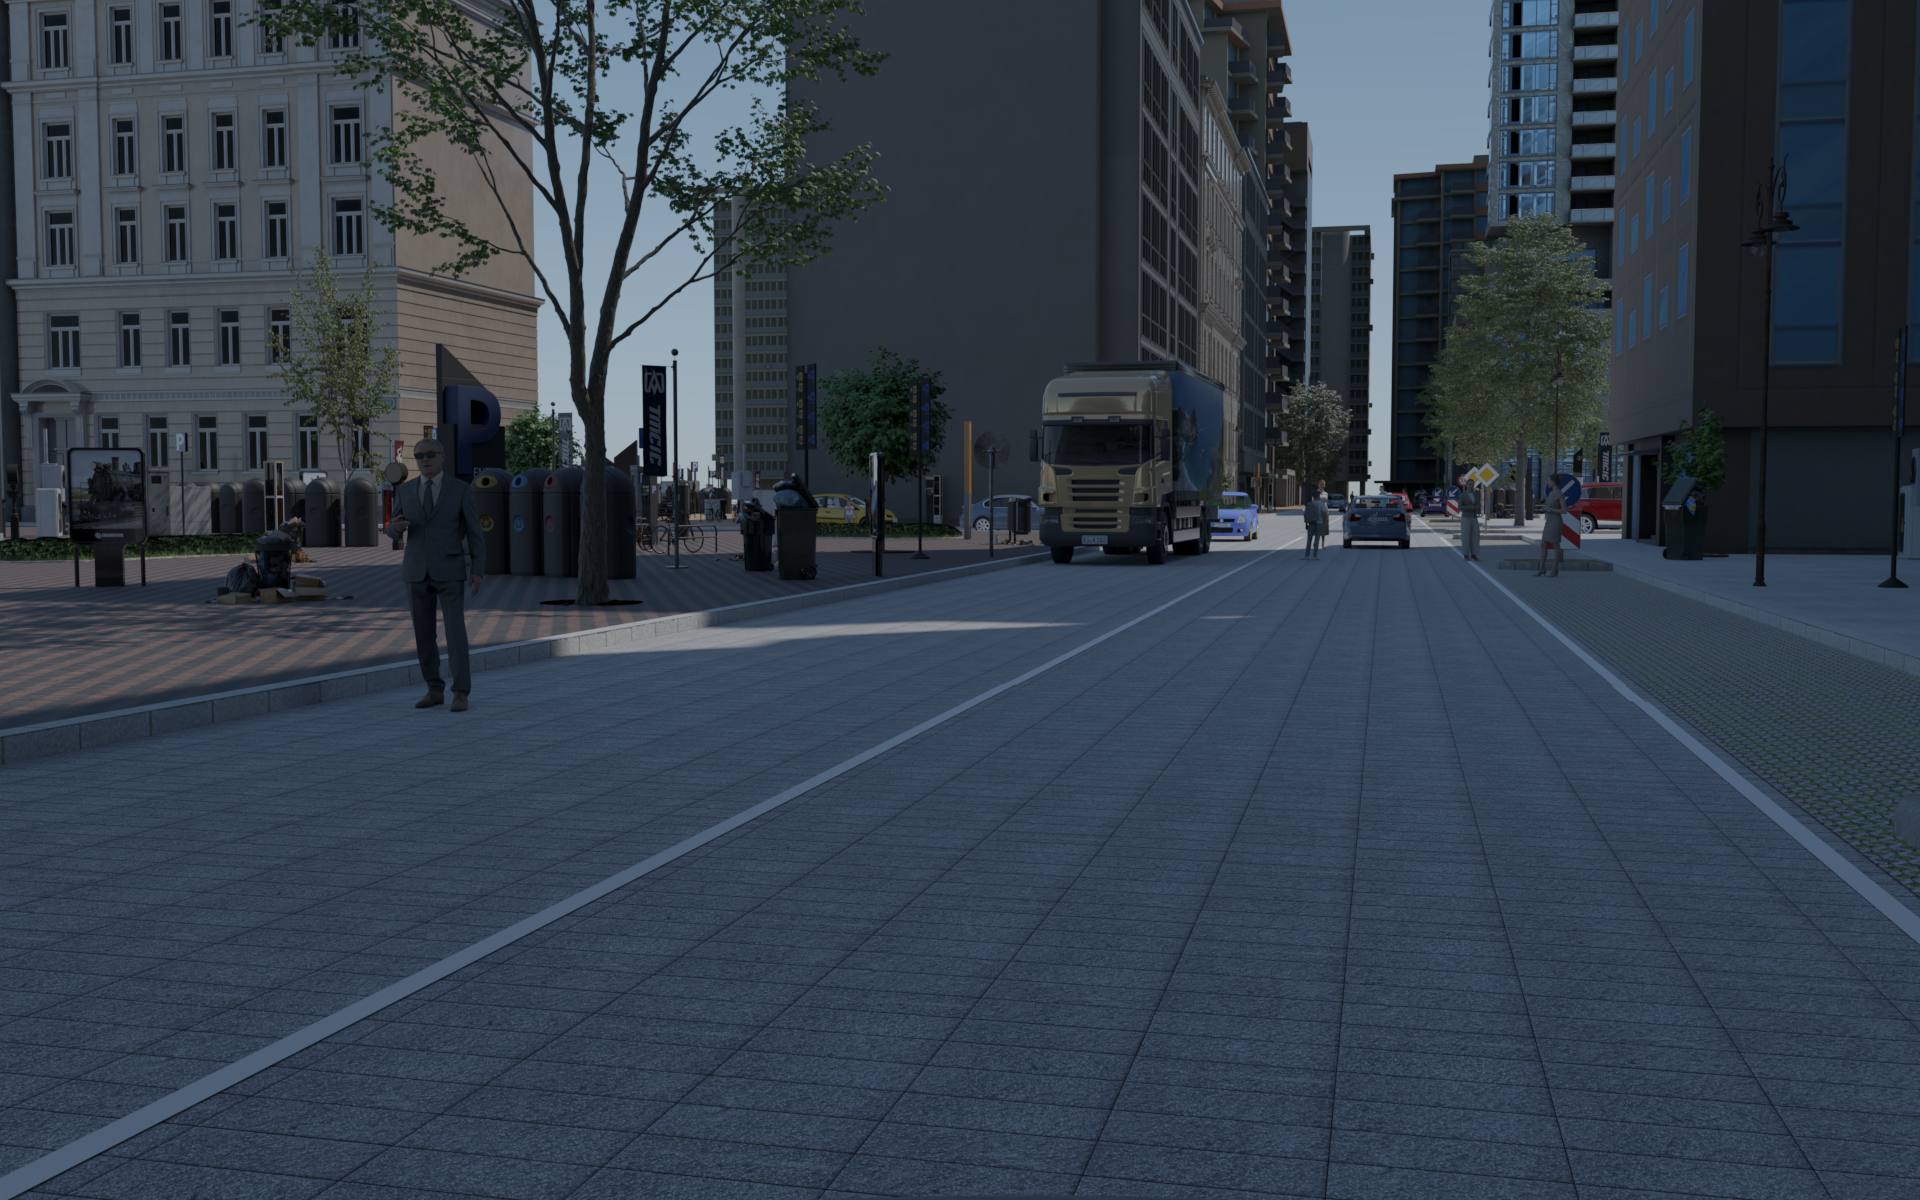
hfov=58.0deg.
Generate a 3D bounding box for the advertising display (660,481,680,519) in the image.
[{"bbox_3d":[-14.342,-4.930,85.814,0.974,1.923,0.123,0,4,-2],"label":"advertising display"}]

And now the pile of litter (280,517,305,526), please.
[{"bbox_3d":[-12.684,-1.123,32.328,1.176,0.858,1.719,-3,4,-37],"label":"pile of litter"}]

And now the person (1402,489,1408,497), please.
[{"bbox_3d":[33.113,-7.399,129.390,0.656,1.842,0.836,0,4,-7],"label":"person"}]

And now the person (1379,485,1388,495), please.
[{"bbox_3d":[19.117,-4.248,77.976,0.620,1.820,0.660,-2,4,-28],"label":"person"}]

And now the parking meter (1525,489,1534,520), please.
[{"bbox_3d":[27.799,-4.654,84.504,0.372,1.533,0.369,0,3,0],"label":"parking meter"}]

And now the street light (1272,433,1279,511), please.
[{"bbox_3d":[23.279,-9.484,127.851,0.468,5.910,1.993,1,4,14],"label":"street light"}]

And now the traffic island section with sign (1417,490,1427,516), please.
[{"bbox_3d":[31.164,-6.410,113.434,1.989,1.847,2.006,1,4,14],"label":"traffic island section with sign"}]

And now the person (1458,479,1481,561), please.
[{"bbox_3d":[10.855,-1.699,36.831,0.519,1.759,0.362,-1,4,-21],"label":"person"}]

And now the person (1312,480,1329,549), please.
[{"bbox_3d":[9.463,-2.255,45.588,0.478,1.798,0.641,0,4,-4],"label":"person"}]

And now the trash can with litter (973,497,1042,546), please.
[{"bbox_3d":[1.324,-2.013,43.963,1.678,1.210,2.233,-1,4,-12],"label":"trash can with litter"}]

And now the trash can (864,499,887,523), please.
[{"bbox_3d":[-2.607,-2.545,53.257,0.748,1.137,0.748,0,3,0],"label":"trash can"}]

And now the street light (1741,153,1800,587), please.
[{"bbox_3d":[11.120,-3.127,23.909,0.468,5.910,1.993,1,4,14],"label":"street light"}]

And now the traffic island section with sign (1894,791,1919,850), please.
[{"bbox_3d":[4.789,0.125,6.578,1.989,1.847,2.006,1,4,14],"label":"traffic island section with sign"}]

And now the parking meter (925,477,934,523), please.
[{"bbox_3d":[-1.019,-3.189,57.850,0.255,1.863,0.399,0,4,-6],"label":"parking meter"}]

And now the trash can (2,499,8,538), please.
[{"bbox_3d":[-27.121,-2.258,48.578,0.748,1.137,0.748,0,3,0],"label":"trash can"}]

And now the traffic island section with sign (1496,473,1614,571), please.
[{"bbox_3d":[11.307,-1.492,33.024,1.989,1.847,2.006,1,4,14],"label":"traffic island section with sign"}]

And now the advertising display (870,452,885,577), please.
[{"bbox_3d":[-1.300,-1.345,27.204,0.123,1.923,0.974,-1,4,-10],"label":"advertising display"}]

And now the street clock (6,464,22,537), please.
[{"bbox_3d":[-23.098,-2.307,42.296,0.358,2.002,0.471,-1,4,-22],"label":"street clock"}]

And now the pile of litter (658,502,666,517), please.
[{"bbox_3d":[-16.943,-5.177,98.604,1.719,0.858,1.176,2,4,34],"label":"pile of litter"}]

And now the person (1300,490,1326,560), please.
[{"bbox_3d":[7.662,-1.620,37.581,0.503,1.515,0.523,-1,4,-13],"label":"person"}]

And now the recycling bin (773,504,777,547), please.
[{"bbox_3d":[-4.131,-1.819,42.300,0.722,1.027,0.722,1,4,10],"label":"recycling bin"}]

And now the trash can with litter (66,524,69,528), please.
[{"bbox_3d":[-33.285,-3.357,65.947,2.233,1.210,1.678,-2,4,-24],"label":"trash can with litter"}]

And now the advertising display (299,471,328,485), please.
[{"bbox_3d":[-17.919,-2.620,48.055,0.123,1.923,0.974,1,4,22],"label":"advertising display"}]

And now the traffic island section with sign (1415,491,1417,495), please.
[{"bbox_3d":[43.074,-9.359,161.640,1.989,1.847,2.006,1,4,14],"label":"traffic island section with sign"}]

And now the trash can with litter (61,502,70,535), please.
[{"bbox_3d":[-28.066,-2.619,54.202,0.624,1.170,1.055,2,4,27],"label":"trash can with litter"}]

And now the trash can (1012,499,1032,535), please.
[{"bbox_3d":[1.942,-2.639,54.803,0.748,1.137,0.748,0,3,0],"label":"trash can"}]

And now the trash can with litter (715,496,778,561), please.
[{"bbox_3d":[-3.941,-1.380,33.626,1.678,1.210,2.233,-1,4,-17],"label":"trash can with litter"}]

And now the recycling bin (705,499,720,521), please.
[{"bbox_3d":[-12.062,-4.395,84.405,0.722,1.027,0.722,-1,4,-10],"label":"recycling bin"}]

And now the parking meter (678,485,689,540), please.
[{"bbox_3d":[-7.784,-2.451,48.482,0.372,1.533,0.369,0,3,0],"label":"parking meter"}]

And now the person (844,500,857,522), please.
[{"bbox_3d":[-3.966,-2.989,62.389,0.505,1.210,0.382,-1,4,-9],"label":"person"}]

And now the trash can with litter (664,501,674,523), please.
[{"bbox_3d":[-12.663,-3.993,76.670,1.055,1.170,0.624,2,4,31],"label":"trash can with litter"}]

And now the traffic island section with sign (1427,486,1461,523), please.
[{"bbox_3d":[24.701,-4.809,87.262,1.989,1.847,2.006,1,4,14],"label":"traffic island section with sign"}]

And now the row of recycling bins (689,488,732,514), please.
[{"bbox_3d":[-16.248,-6.443,112.455,3.534,1.692,1.069,2,4,32],"label":"row of recycling bins"}]

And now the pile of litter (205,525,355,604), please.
[{"bbox_3d":[-8.157,-0.422,20.860,1.719,0.858,1.176,-1,4,-20],"label":"pile of litter"}]

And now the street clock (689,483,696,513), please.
[{"bbox_3d":[-16.808,-6.381,108.901,0.358,2.002,0.471,-2,4,-33],"label":"street clock"}]

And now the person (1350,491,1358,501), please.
[{"bbox_3d":[43.799,-11.237,192.757,0.750,1.759,0.617,-1,4,-10],"label":"person"}]

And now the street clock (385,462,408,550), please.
[{"bbox_3d":[-12.867,-2.143,39.606,0.471,2.002,0.358,1,4,19],"label":"street clock"}]

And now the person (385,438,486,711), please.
[{"bbox_3d":[-3.507,-0.174,11.516,0.661,1.801,0.590,0,4,-2],"label":"person"}]

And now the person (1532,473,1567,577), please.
[{"bbox_3d":[10.099,-1.272,29.634,0.374,1.781,0.599,-1,4,-10],"label":"person"}]

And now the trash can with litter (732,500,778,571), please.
[{"bbox_3d":[-3.183,-1.082,29.073,1.055,1.170,0.624,-2,4,-27],"label":"trash can with litter"}]

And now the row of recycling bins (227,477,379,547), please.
[{"bbox_3d":[-15.906,-2.155,42.354,3.534,1.692,1.069,1,4,10],"label":"row of recycling bins"}]

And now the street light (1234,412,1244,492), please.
[{"bbox_3d":[15.676,-7.632,97.577,0.468,5.910,1.993,1,4,14],"label":"street light"}]

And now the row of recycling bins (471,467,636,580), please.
[{"bbox_3d":[-6.400,-1.226,27.160,3.534,1.692,1.069,3,4,37],"label":"row of recycling bins"}]

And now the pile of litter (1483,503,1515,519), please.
[{"bbox_3d":[27.966,-4.648,89.956,1.719,0.858,1.176,2,4,27],"label":"pile of litter"}]

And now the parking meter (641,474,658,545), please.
[{"bbox_3d":[-7.827,-2.323,43.691,0.255,1.863,0.399,2,4,24],"label":"parking meter"}]

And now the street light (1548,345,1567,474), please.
[{"bbox_3d":[18.615,-4.970,54.053,0.468,5.910,1.993,1,4,14],"label":"street light"}]

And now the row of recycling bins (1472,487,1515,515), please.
[{"bbox_3d":[33.500,-6.231,108.982,3.534,1.692,1.069,-1,4,-18],"label":"row of recycling bins"}]

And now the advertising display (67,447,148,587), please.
[{"bbox_3d":[-11.797,-1.148,23.989,0.974,1.923,0.123,-1,4,-13],"label":"advertising display"}]
